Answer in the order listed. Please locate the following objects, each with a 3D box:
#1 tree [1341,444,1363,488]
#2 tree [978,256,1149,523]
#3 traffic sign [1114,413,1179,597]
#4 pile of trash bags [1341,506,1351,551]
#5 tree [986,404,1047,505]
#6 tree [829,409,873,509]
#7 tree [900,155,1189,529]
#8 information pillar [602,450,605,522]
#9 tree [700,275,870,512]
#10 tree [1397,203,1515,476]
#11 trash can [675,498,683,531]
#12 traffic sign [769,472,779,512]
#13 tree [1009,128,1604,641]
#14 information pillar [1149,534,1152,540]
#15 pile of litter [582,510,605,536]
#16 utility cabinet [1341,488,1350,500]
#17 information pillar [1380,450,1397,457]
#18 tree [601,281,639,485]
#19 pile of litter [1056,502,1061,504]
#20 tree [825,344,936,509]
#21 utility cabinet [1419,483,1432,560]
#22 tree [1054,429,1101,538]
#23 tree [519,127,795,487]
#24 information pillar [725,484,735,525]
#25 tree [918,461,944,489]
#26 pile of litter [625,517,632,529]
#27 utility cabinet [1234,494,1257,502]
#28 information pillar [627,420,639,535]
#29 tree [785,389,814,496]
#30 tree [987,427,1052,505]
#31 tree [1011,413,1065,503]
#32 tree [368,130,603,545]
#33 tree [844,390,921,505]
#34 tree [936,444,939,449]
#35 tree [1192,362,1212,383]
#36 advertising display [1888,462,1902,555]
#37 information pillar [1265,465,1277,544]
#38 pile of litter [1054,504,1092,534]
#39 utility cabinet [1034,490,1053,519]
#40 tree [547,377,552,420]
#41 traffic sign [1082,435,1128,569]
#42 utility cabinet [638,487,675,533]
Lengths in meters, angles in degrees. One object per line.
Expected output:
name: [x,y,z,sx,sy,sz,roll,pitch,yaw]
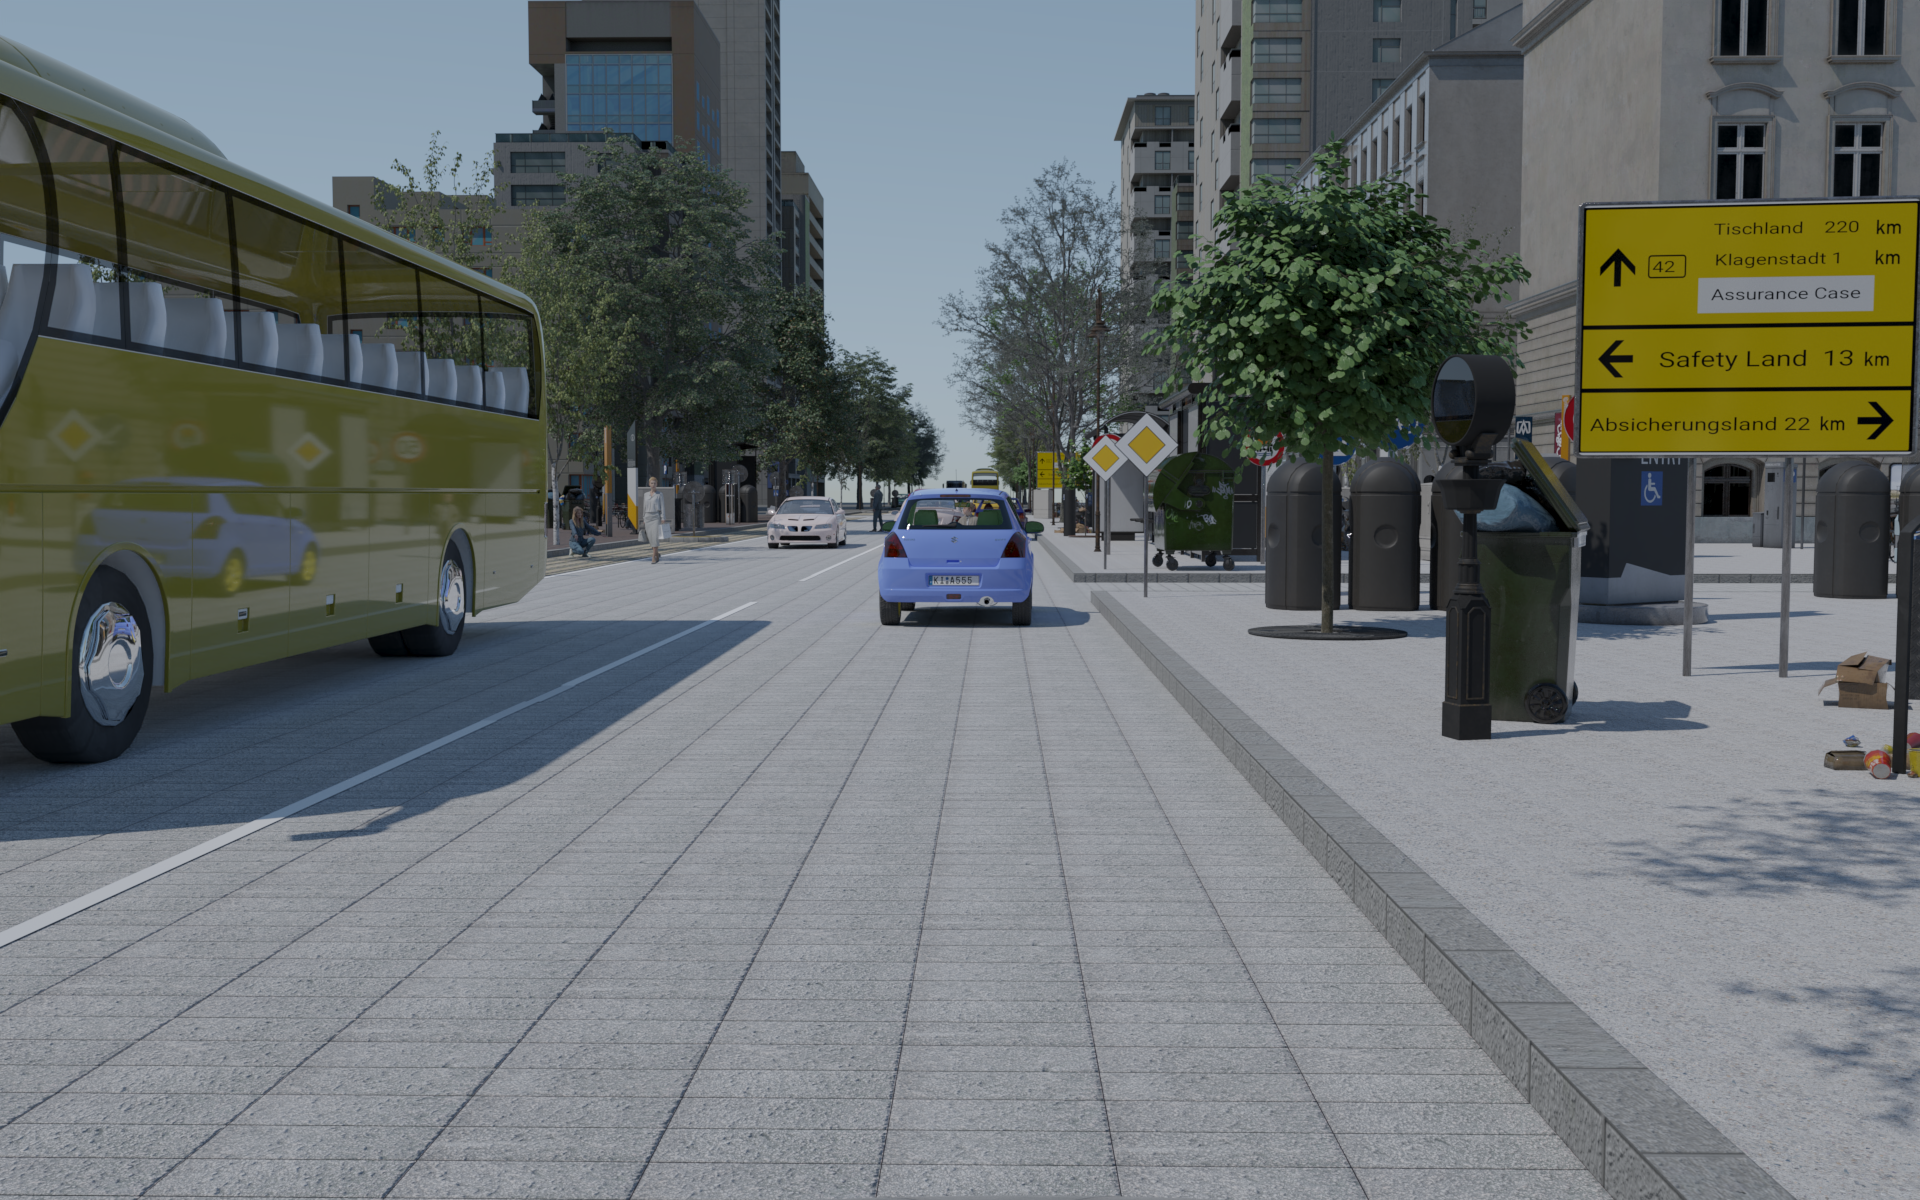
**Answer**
tree: [14.174,-6.849,62.344,4.737,8.622,4.395,0,3,0]
tree: [4.567,-9.244,76.895,9.928,11.665,9.643,0,3,0]
traffic sign: [2.302,-1.088,21.438,0.795,2.450,0.064,0,4,1]
pile of trash bags: [10.180,-1.811,39.357,3.447,1.369,1.912,1,4,14]
tree: [6.347,-16.729,191.645,7.486,12.596,7.792,0,3,0]
tree: [-8.925,-11.202,133.509,4.360,8.622,3.978,0,3,0]
tree: [4.062,-9.389,63.882,12.009,13.543,11.850,0,3,0]
information pillar: [-16.276,-5.370,79.152,0.183,3.616,0.504,-1,4,-15]
tree: [-9.252,-10.629,90.791,9.611,12.733,9.660,0,3,0]
tree: [12.297,-5.761,44.562,4.360,8.622,3.978,0,3,0]
trash can: [-9.938,-2.946,59.825,0.748,1.137,0.748,0,3,0]
traffic sign: [-10.401,-5.975,97.800,0.768,2.556,0.104,1,4,10]
tree: [3.315,-1.961,15.784,4.285,4.588,4.351,0,3,0]
information pillar: [5.480,-2.677,48.254,0.304,2.012,0.304,-3,5,-45]
pile of litter: [-11.560,-2.464,54.253,1.176,0.858,1.719,0,4,-2]
utility cabinet: [13.051,-3.073,58.914,1.173,1.500,0.318,-1,4,-9]
information pillar: [5.506,-1.888,22.229,0.183,3.616,0.504,0,4,-2]
tree: [-10.129,-5.686,43.334,4.737,8.622,4.395,0,3,0]
pile of litter: [5.346,-4.845,93.173,1.719,0.858,1.176,1,4,19]
tree: [-8.472,-14.756,147.913,9.857,13.997,8.962,0,3,0]
utility cabinet: [9.087,-1.501,33.227,0.318,1.500,1.173,0,4,-5]
tree: [3.714,-3.472,51.364,1.663,3.219,1.824,0,3,0]
tree: [-10.837,-9.472,61.525,9.857,13.997,8.962,0,3,0]
information pillar: [-9.701,-4.193,73.051,0.304,2.012,0.304,1,4,12]
tree: [-6.237,-20.210,264.846,8.767,10.594,7.601,-2,4,-34]
pile of litter: [-11.684,-3.058,63.967,1.176,0.858,1.719,3,4,36]
utility cabinet: [7.814,-2.423,48.294,1.173,1.500,0.318,2,4,28]
information pillar: [-10.386,-3.893,55.005,0.183,3.616,0.504,-3,5,-43]
tree: [-9.902,-9.978,113.499,4.737,8.622,4.395,0,3,0]
tree: [7.797,-17.750,207.222,9.611,12.733,9.660,0,3,0]
tree: [6.527,-11.781,142.981,4.737,8.622,4.395,0,3,0]
tree: [-10.598,-5.252,36.227,4.737,8.622,4.395,0,3,0]
tree: [-8.441,-17.033,196.613,7.486,12.596,7.792,0,3,0]
tree: [-7.196,-20.707,245.211,9.857,13.997,8.962,0,3,0]
tree: [12.097,-7.627,75.064,4.737,8.622,4.395,0,3,0]
advertising display: [19.383,-1.833,35.178,0.974,1.923,0.123,1,4,21]
information pillar: [7.464,-3.064,41.449,0.504,3.616,0.183,2,4,26]
pile of litter: [3.808,-2.626,56.900,1.176,0.858,1.719,-2,4,-27]
utility cabinet: [4.319,-4.969,89.928,0.318,1.500,1.173,-3,4,-37]
tree: [-19.232,-7.565,74.044,4.360,8.622,3.978,0,3,0]
traffic sign: [2.469,-1.577,29.422,0.795,2.450,0.064,0,4,1]
utility cabinet: [-9.825,-2.891,55.946,1.173,1.500,0.318,0,4,-4]
